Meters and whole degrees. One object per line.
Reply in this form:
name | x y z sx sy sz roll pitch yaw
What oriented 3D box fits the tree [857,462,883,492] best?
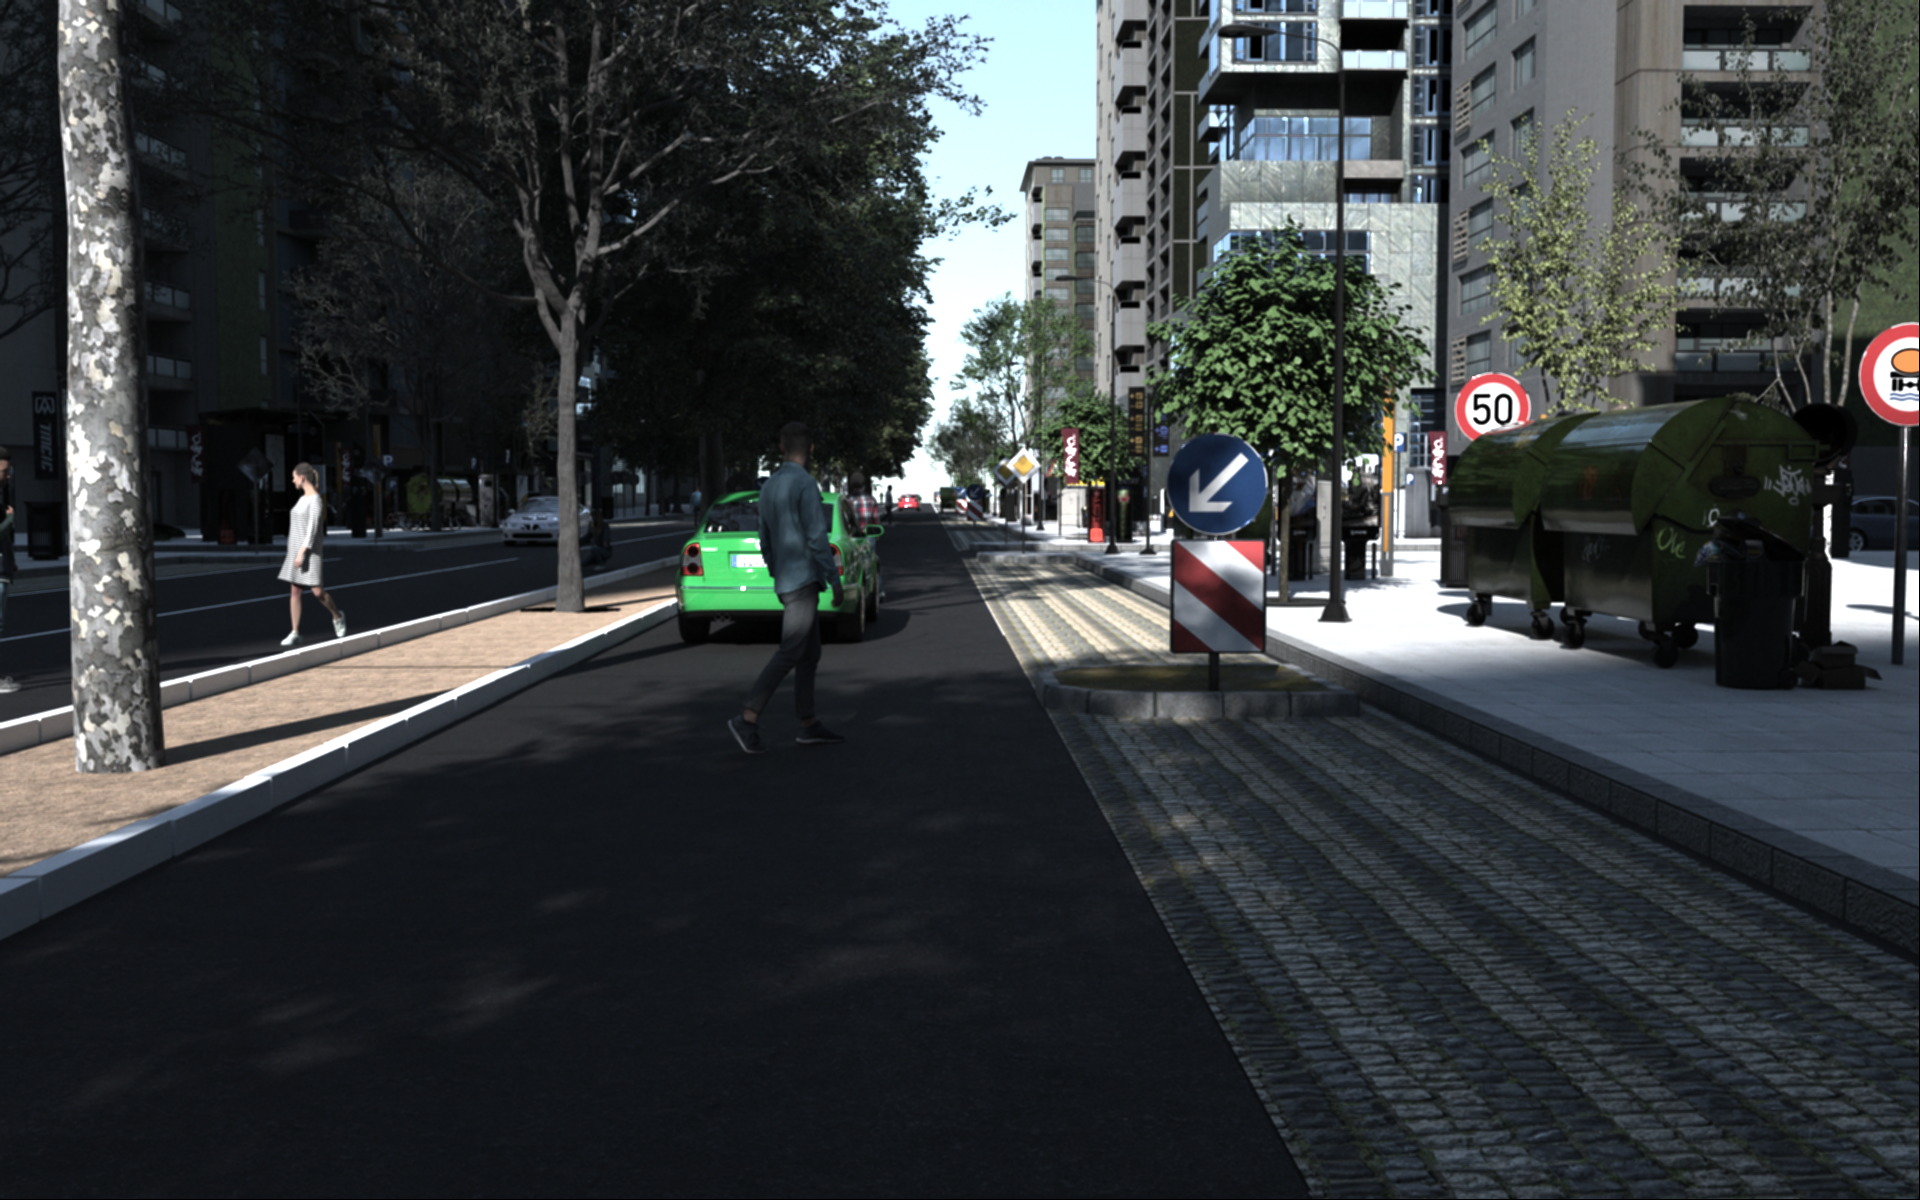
tree | -6.010 -8.962 99.352 4.360 8.622 3.978 0 3 0

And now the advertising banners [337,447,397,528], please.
advertising banners | -22.284 -4.216 65.125 2.074 3.025 0.090 -1 4 -15

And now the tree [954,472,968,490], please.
tree | 0.794 -15.428 235.965 4.285 4.588 4.351 0 3 0

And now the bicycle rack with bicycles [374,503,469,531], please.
bicycle rack with bicycles | -19.062 -2.928 61.258 2.925 0.926 2.852 -1 4 -12

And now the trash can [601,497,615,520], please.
trash can | -17.754 -4.626 87.288 0.748 1.137 0.748 0 3 0

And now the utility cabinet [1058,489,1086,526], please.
utility cabinet | 4.457 -3.706 69.264 1.173 1.500 0.318 3 5 41

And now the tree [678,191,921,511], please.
tree | -5.339 -8.563 60.595 7.486 12.596 7.792 0 3 0

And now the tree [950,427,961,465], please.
tree | 1.460 -12.275 151.065 4.360 8.622 3.978 0 3 0

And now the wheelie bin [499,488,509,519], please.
wheelie bin | -23.325 -4.897 87.976 0.693 1.594 0.980 0 4 2

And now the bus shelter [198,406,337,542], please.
bus shelter | -19.677 -3.563 49.530 1.731 3.624 6.357 0 4 -1

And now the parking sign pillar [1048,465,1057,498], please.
parking sign pillar | 6.543 -7.791 115.847 1.447 3.967 1.447 1 4 13

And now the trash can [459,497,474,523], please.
trash can | -20.771 -3.745 72.876 0.748 1.137 0.748 0 3 0

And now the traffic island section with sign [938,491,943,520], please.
traffic island section with sign | -0.065 -5.286 95.049 1.989 1.847 2.006 0 4 -1

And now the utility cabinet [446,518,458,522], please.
utility cabinet | -23.781 -4.259 80.797 0.306 1.237 1.020 -3 5 -44

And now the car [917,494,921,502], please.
car | -7.136 -16.453 277.796 1.959 1.807 4.718 0 4 -3

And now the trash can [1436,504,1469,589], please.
trash can | 6.866 -0.731 23.603 0.748 1.137 0.748 0 3 0

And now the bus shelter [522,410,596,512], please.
bus shelter | -19.824 -6.582 85.246 2.179 5.291 8.768 0 4 -1

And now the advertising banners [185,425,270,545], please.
advertising banners | -18.485 -2.905 43.678 2.074 3.025 0.090 0 4 1

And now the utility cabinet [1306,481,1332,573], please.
utility cabinet | 5.698 -1.179 27.952 0.318 1.500 1.173 3 5 40

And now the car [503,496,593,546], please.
car | -11.693 -2.262 49.339 2.083 1.381 4.827 0 4 -2

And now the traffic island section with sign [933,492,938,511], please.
traffic island section with sign | -1.025 -8.284 144.069 1.989 1.847 2.006 0 4 -1

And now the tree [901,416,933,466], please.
tree | -6.371 -10.934 115.640 8.767 10.594 7.601 0 4 -1

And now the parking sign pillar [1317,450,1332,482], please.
parking sign pillar | 15.809 -5.346 75.878 1.447 3.967 1.447 0 4 5

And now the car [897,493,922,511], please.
car | -4.238 -8.313 144.953 2.155 1.783 4.494 0 4 1

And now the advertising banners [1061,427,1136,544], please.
advertising banners | 3.600 -3.000 45.235 2.074 3.025 0.090 2 4 24

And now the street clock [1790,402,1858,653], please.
street clock | 6.826 -0.563 13.773 0.471 2.002 0.358 3 5 45

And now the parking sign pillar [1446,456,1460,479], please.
parking sign pillar | 20.784 -5.231 73.996 1.447 3.967 1.447 -1 4 -18

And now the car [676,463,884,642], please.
car | -1.808 -0.572 18.150 1.959 1.807 4.718 0 4 1

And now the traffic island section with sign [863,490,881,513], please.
traffic island section with sign | -6.433 -6.834 119.874 2.006 1.907 1.989 0 4 -1

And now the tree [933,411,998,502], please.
tree | 1.496 -15.297 184.520 7.601 10.594 8.767 3 5 41

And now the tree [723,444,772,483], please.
tree | -20.145 -13.159 165.514 4.737 8.622 4.395 0 3 0

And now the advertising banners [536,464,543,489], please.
advertising banners | -24.265 -6.500 102.458 0.090 3.025 2.074 3 4 37

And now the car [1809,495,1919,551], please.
car | 21.826 -1.760 40.773 4.499 1.417 2.014 0 4 -1

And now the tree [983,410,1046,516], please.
tree | 3.660 -4.012 49.305 4.285 4.588 4.351 0 3 0

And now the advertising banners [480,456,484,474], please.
advertising banners | -21.852 -5.125 79.979 0.090 3.025 2.074 0 4 1

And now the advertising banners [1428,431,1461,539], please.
advertising banners | 13.931 -3.152 47.718 2.074 3.025 0.090 1 4 9

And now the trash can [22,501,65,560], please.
trash can | -17.775 -1.345 33.636 0.748 1.137 0.748 0 3 0

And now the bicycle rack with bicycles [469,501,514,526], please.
bicycle rack with bicycles | -19.354 -3.492 70.483 2.852 0.926 2.925 -2 4 -24

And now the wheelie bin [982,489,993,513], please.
wheelie bin | 1.736 -6.672 116.993 0.980 1.594 0.693 0 4 6

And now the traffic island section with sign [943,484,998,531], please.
traffic island section with sign | 0.454 -3.637 68.099 1.989 1.847 2.006 0 4 -1

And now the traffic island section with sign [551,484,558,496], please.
traffic island section with sign | -15.603 -3.587 67.275 1.989 1.847 2.006 0 4 -1

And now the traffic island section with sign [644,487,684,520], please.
traffic island section with sign | -16.133 -5.251 94.474 1.989 1.847 2.006 0 4 -1

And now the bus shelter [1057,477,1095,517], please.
bus shelter | 5.260 -6.024 76.127 2.179 5.291 8.768 0 4 -1

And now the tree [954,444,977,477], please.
tree | 0.492 -18.042 245.346 4.737 8.622 4.395 0 3 0

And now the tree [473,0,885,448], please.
tree | -4.727 -7.581 33.065 9.857 13.997 8.962 0 3 0

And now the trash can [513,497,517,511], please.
trash can | -21.376 -4.437 84.198 0.748 1.137 0.748 0 3 0

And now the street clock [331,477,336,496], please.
street clock | -26.668 -4.243 73.937 0.358 2.002 0.471 -1 4 -9

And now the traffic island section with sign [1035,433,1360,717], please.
traffic island section with sign | 1.543 -0.205 11.984 1.989 1.847 2.006 0 4 -1

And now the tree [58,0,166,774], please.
tree | -3.143 -9.127 7.578 12.611 20.169 13.585 0 3 0

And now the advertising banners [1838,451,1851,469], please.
advertising banners | 24.235 -3.220 48.835 0.090 3.025 2.074 -2 4 -24

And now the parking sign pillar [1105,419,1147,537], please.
parking sign pillar | 5.063 -3.920 52.561 1.447 3.967 1.447 2 4 32

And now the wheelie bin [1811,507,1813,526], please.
wheelie bin | 36.100 -3.963 72.697 0.693 1.594 0.980 3 5 43

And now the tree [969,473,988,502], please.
tree | 1.983 -11.031 174.955 1.663 3.219 1.824 0 3 0

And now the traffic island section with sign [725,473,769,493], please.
traffic island section with sign | -4.963 -2.239 44.750 2.006 1.907 1.989 0 4 -1

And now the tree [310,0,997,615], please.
tree | -4.767 -6.602 20.775 12.009 13.543 11.850 0 3 0
